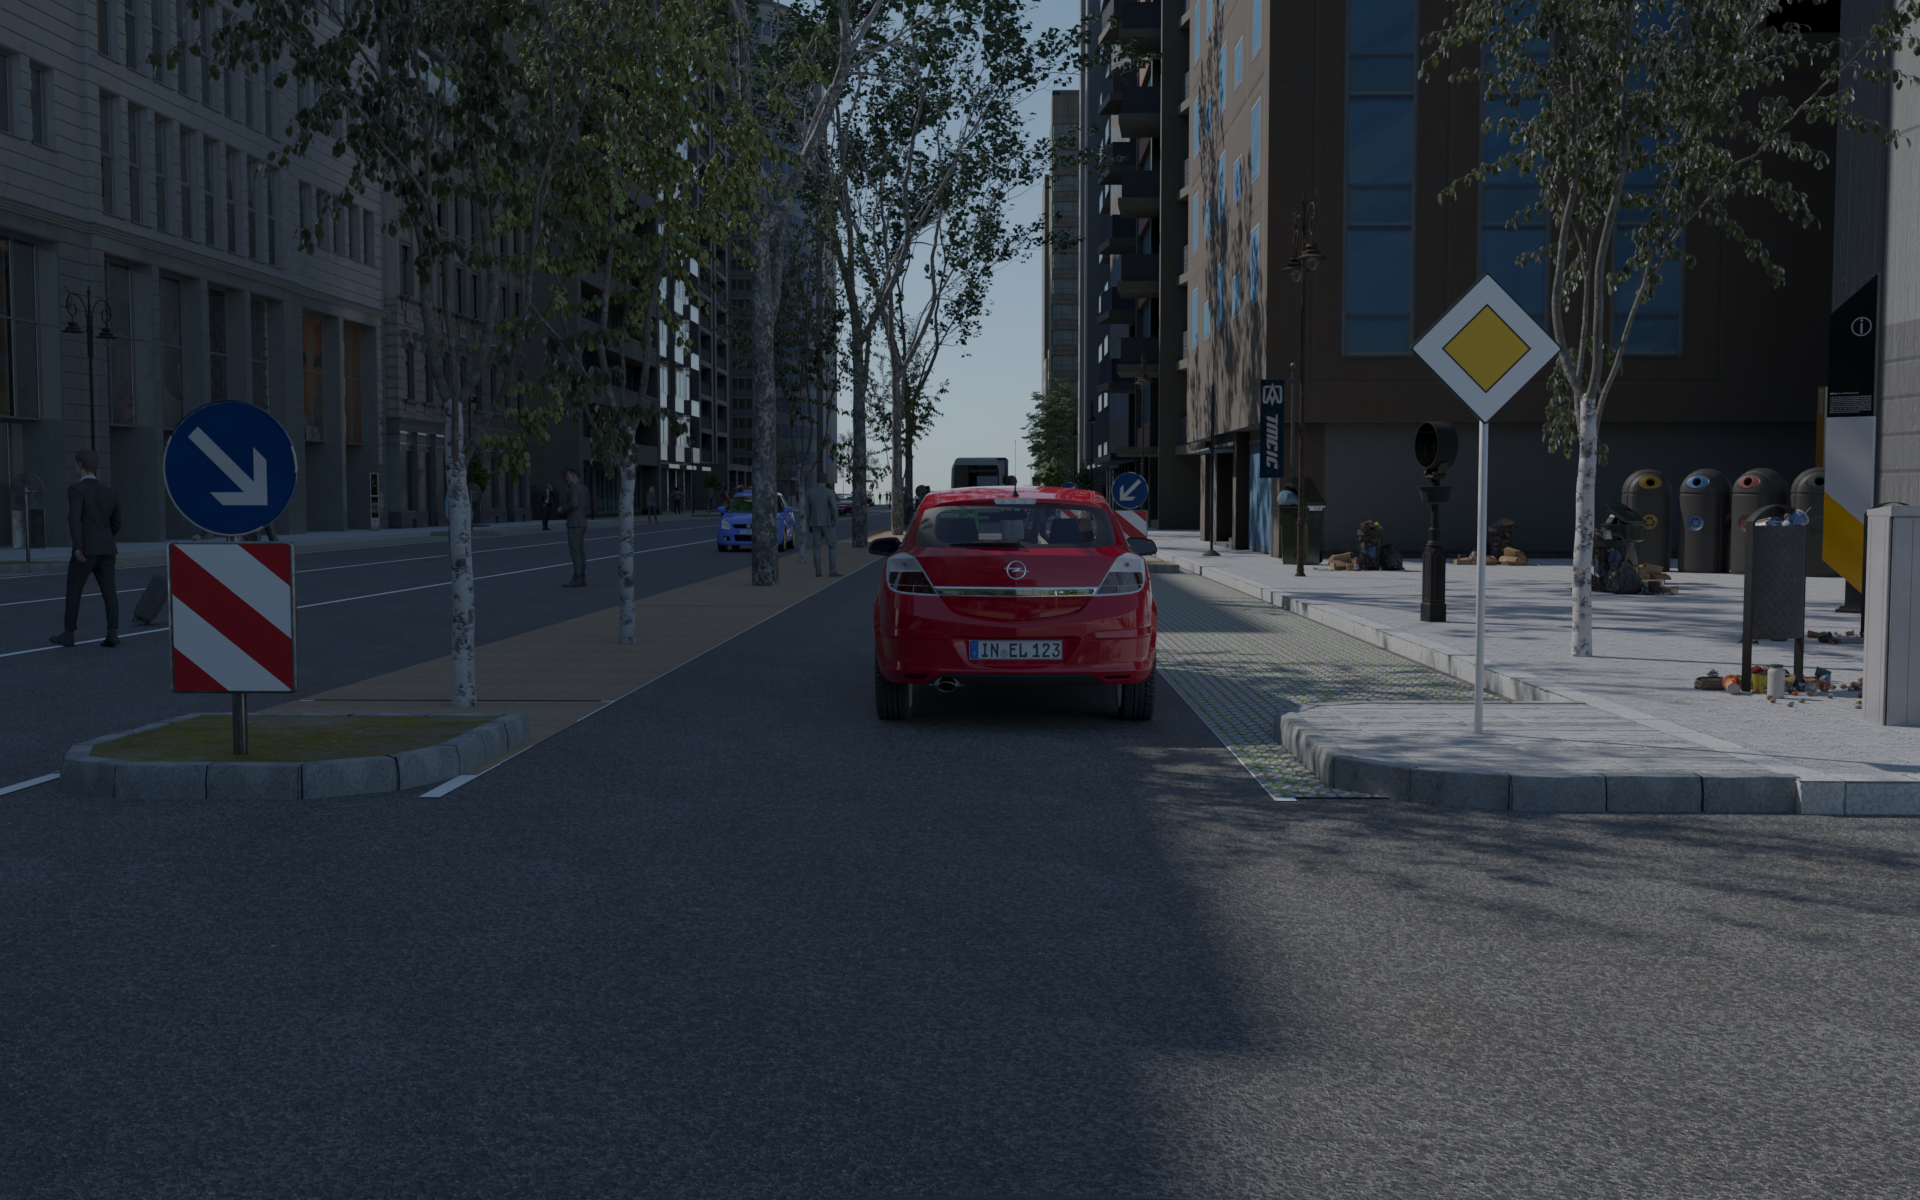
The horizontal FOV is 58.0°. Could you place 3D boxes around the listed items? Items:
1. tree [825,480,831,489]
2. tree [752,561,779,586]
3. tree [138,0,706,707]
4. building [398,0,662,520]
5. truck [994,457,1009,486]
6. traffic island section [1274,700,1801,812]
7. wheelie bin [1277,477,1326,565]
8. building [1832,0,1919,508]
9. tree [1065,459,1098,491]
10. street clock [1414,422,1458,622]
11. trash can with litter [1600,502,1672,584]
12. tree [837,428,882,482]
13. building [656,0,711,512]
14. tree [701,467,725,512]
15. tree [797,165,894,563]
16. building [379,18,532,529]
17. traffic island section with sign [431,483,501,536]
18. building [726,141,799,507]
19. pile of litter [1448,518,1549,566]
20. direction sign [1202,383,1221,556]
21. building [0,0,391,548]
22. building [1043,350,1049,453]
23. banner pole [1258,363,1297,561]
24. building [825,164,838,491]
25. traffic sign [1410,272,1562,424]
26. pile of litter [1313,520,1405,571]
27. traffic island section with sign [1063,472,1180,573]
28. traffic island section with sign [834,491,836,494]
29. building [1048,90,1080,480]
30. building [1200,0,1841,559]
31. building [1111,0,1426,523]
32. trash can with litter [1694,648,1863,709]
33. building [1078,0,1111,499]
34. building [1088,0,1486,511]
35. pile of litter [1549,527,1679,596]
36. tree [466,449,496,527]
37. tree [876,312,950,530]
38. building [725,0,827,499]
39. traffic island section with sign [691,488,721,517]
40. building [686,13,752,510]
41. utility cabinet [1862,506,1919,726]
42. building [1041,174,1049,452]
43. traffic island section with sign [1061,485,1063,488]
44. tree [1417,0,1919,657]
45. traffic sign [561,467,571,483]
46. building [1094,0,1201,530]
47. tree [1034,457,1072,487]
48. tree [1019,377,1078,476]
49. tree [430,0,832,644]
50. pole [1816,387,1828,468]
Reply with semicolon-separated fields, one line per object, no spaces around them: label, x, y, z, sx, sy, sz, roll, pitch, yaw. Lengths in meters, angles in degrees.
tree;-15.846;-12.880;205.186;1.663;3.219;1.824;0;3;0
tree;-1.837;-10.223;25.489;12.611;20.169;13.585;0;3;0
tree;-3.322;-3.567;11.140;4.360;8.622;3.978;0;3;0
building;-29.351;-28.857;95.507;21.300;48.544;21.600;0;4;1
truck;2.576;-9.100;137.699;2.839;4.237;11.283;0;4;3
traffic island section;2.818;0.796;9.266;2.009;0.180;2.903;0;4;1
wheelie bin;6.186;-1.445;31.530;0.693;1.594;0.980;3;5;44
building;28.787;-29.189;19.242;28.212;58.520;21.231;0;4;1
tree;6.824;-6.137;94.947;1.663;3.219;1.824;0;3;0
street clock;4.764;-0.783;17.379;0.358;2.002;0.471;-1;4;-15
trash can with litter;9.779;-0.831;24.974;0.624;1.170;1.055;-2;4;-29
tree;-15.103;-18.989;244.878;8.767;10.594;7.601;-1;4;-20
building;-30.914;-30.697;121.511;23.786;49.044;30.456;0;4;1
tree;-17.539;-7.901;123.790;1.663;3.219;1.824;0;3;0
tree;-3.254;-5.052;35.426;4.360;8.622;3.978;0;3;0
building;-25.097;-13.652;72.366;9.793;20.994;18.267;0;4;1
traffic island section with sign;-16.929;-3.116;59.574;1.989;1.847;2.006;0;4;1
building;-33.260;-29.939;181.381;32.217;40.220;23.993;0;4;1
pile of litter;9.766;-1.066;31.391;1.176;0.858;1.719;-3;5;-43
direction sign;5.225;-2.684;35.873;0.379;3.537;0.876;0;4;7
building;-26.695;-16.553;48.137;11.434;29.767;29.804;0;4;1
building;24.580;-22.637;215.146;27.650;21.520;28.899;0;4;1
banner pole;6.133;-2.639;33.157;0.863;3.779;0.401;1;4;15
building;-23.764;-35.360;228.250;14.600;45.320;14.200;0;4;1
traffic sign;2.795;-0.428;9.184;0.795;2.593;0.064;0;4;1
pile of litter;6.758;-0.937;29.278;1.719;0.858;1.176;0;4;-5
traffic island section with sign;2.990;-1.440;32.168;1.989;1.847;2.006;0;4;1
traffic island section with sign;-14.033;-11.207;191.861;1.989;1.847;2.006;0;4;1
building;16.274;-30.277;178.622;14.154;41.232;14.086;0;4;1
building;13.036;-23.824;39.639;14.600;45.320;14.200;0;4;1
building;15.360;-26.998;91.531;14.600;45.320;14.200;0;4;1
trash can with litter;5.721;-0.021;11.398;2.233;1.210;1.678;-2;4;-27
building;20.376;-36.778;143.326;21.231;58.520;28.212;0;4;1
building;20.758;-30.213;113.592;23.786;49.044;30.456;0;4;1
pile of litter;8.671;-0.533;22.678;1.176;0.858;1.719;0;4;-3
tree;-19.172;-4.523;68.557;1.663;3.219;1.824;0;3;0
tree;-2.362;-7.113;69.124;4.737;8.622;4.395;0;3;0
building;-27.906;-40.659;206.766;21.231;58.520;28.212;0;4;1
traffic island section with sign;-15.844;-6.157;109.299;1.989;1.847;2.006;0;4;1
building;-28.494;-43.318;146.498;20.563;71.187;20.611;0;4;1
utility cabinet;5.624;0.092;9.658;1.020;1.237;0.306;0;4;3
building;18.213;-35.839;236.073;14.600;45.320;14.200;0;4;1
traffic island section with sign;3.588;-3.088;59.116;1.989;1.847;2.006;0;4;1
tree;5.153;-3.860;13.477;4.360;8.622;3.978;0;3;0
traffic sign;-18.145;-4.912;80.423;0.768;2.556;0.104;0;4;3
building;16.945;-25.347;69.056;22.147;44.769;28.867;0;4;1
tree;8.011;-10.136;149.430;4.285;4.588;4.351;0;3;0
tree;9.616;-15.265;167.710;7.486;12.596;7.792;0;3;0
tree;-3.205;-3.893;16.476;4.737;8.622;4.395;0;3;0
pole;16.420;-2.396;33.017;0.158;3.312;0.155;0;3;0
